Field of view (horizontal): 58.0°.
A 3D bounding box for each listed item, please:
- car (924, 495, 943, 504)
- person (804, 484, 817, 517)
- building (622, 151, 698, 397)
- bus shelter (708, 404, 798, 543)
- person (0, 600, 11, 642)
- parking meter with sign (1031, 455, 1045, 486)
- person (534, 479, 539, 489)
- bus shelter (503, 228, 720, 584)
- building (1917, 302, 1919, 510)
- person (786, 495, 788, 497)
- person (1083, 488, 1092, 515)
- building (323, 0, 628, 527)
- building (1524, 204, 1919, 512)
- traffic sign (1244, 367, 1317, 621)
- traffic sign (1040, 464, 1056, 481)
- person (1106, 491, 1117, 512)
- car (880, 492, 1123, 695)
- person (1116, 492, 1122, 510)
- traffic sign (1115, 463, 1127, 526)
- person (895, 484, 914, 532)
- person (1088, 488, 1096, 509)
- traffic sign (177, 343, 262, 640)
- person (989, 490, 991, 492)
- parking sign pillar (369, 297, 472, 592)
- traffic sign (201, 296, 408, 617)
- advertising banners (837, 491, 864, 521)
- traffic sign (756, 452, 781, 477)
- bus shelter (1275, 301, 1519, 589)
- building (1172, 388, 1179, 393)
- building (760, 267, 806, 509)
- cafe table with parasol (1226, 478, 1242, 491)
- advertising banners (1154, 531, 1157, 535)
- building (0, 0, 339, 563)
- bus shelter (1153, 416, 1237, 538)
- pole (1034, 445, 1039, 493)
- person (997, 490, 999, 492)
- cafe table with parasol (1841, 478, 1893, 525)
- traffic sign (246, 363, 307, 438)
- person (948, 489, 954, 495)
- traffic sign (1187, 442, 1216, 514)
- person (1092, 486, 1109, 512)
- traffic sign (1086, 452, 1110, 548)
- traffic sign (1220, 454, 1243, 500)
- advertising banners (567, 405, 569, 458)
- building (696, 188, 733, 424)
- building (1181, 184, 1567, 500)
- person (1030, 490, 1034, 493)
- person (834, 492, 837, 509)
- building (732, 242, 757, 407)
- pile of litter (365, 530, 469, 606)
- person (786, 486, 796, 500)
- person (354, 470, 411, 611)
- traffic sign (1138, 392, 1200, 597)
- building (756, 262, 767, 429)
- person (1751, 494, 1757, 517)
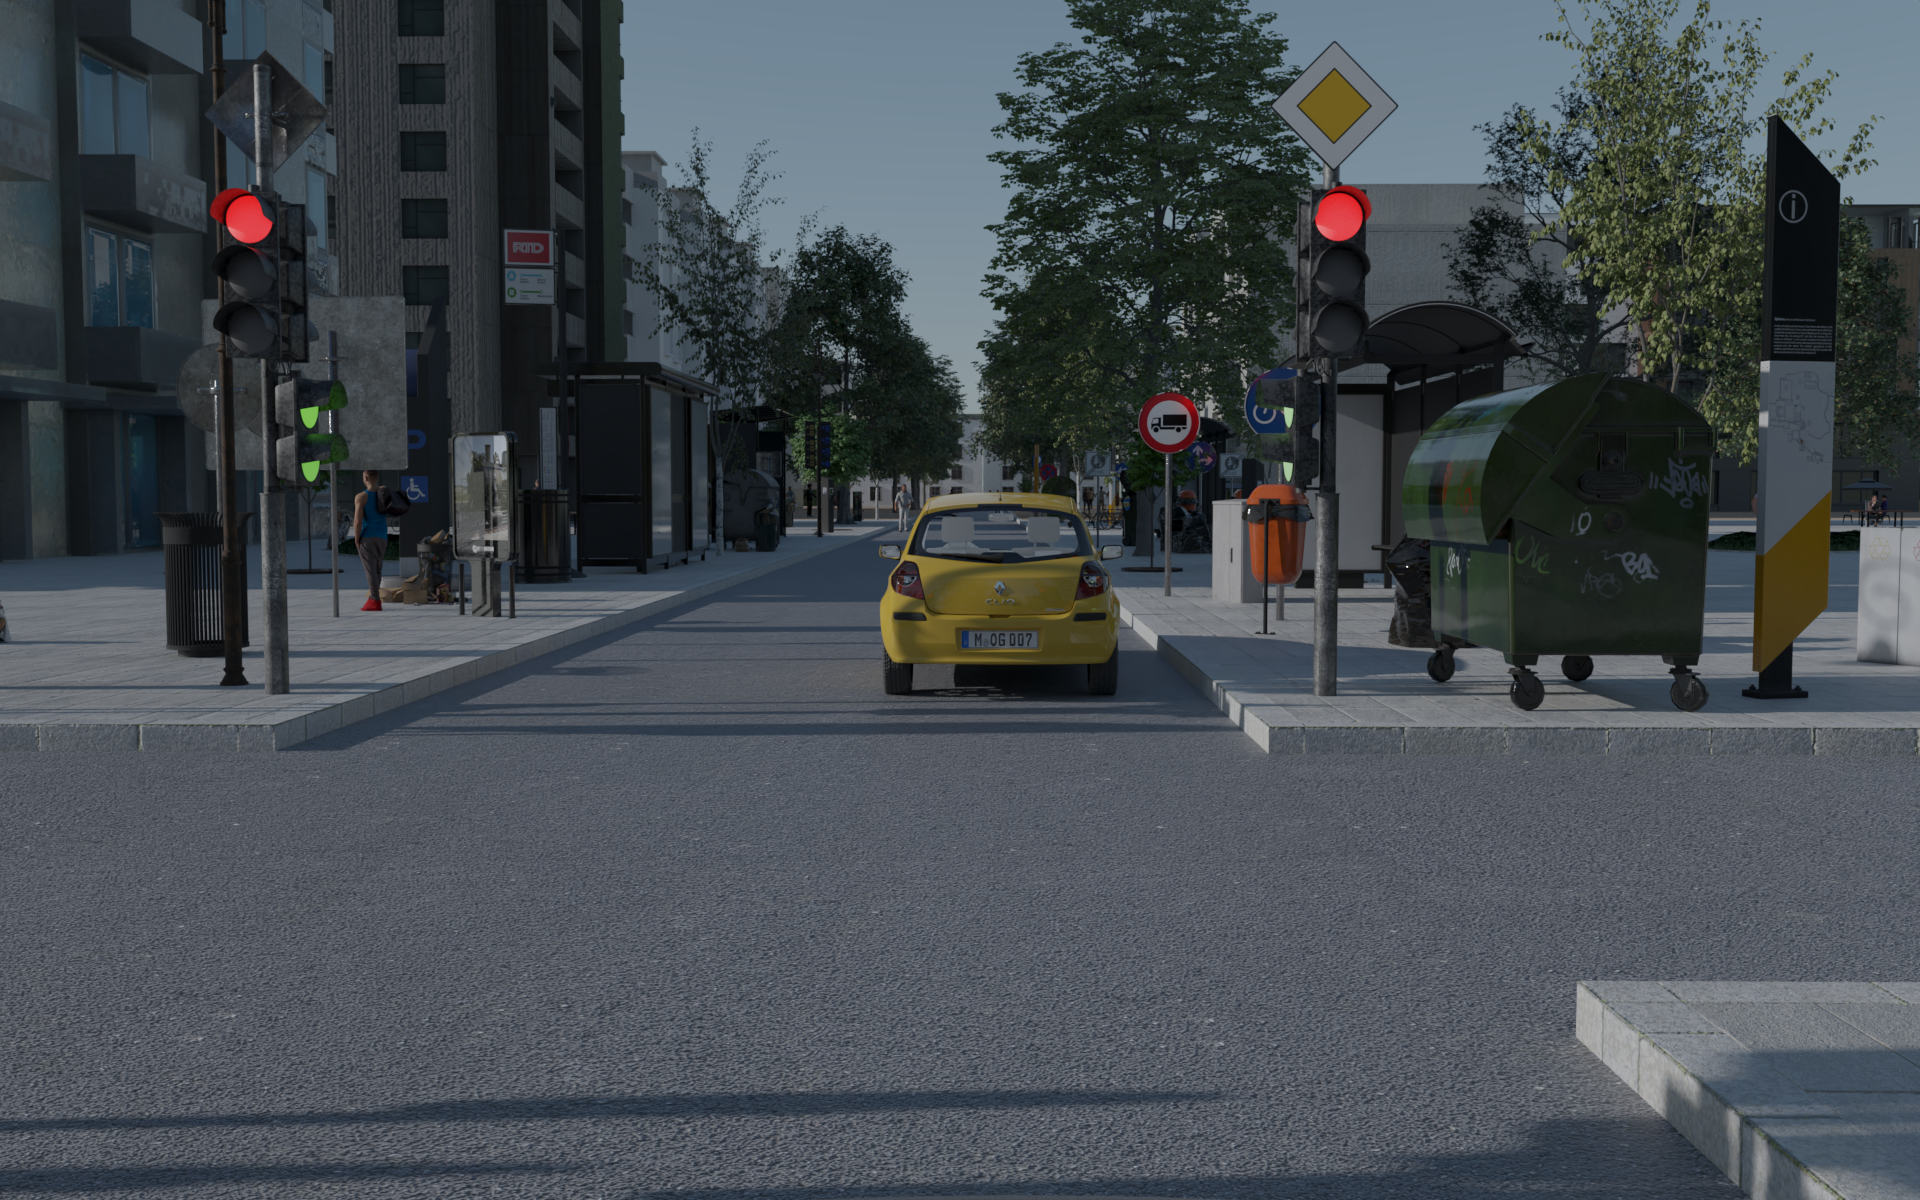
[{"bbox_3d":[-1.092,-5.430,101.145,2.083,1.381,4.827,0,4,2],"label":"car"},{"bbox_3d":[-8.347,-5.553,96.460,0.705,1.869,1.348,2,4,31],"label":"person"},{"bbox_3d":[-23.349,-14.516,93.755,16.016,20.091,11.380,0,4,1],"label":"building"},{"bbox_3d":[-5.720,-3.493,48.401,1.731,3.624,6.357,0,4,1],"label":"bus shelter"},{"bbox_3d":[-8.399,0.098,14.909,0.381,0.543,0.357,2,4,28],"label":"person"},{"bbox_3d":[3.976,-4.970,77.526,0.543,3.016,1.738,-3,5,-39],"label":"parking meter with sign"},{"bbox_3d":[-15.094,-3.430,62.249,0.598,1.807,0.434,-2,4,-27],"label":"person"},{"bbox_3d":[-5.763,-3.137,28.921,2.179,5.291,8.768,0,4,1],"label":"bus shelter"},{"bbox_3d":[75.343,-17.493,142.422,11.380,20.091,16.016,0,4,1],"label":"building"},{"bbox_3d":[-10.561,-5.981,104.550,0.721,1.743,1.217,1,4,16],"label":"person"},{"bbox_3d":[7.963,-6.164,108.293,0.593,1.643,0.415,0,4,1],"label":"person"},{"bbox_3d":[-22.430,-18.399,72.529,14.160,30.474,14.107,0,4,1],"label":"building"},{"bbox_3d":[53.052,-17.889,136.462,32.646,21.610,27.936,0,4,1],"label":"building"},{"bbox_3d":[3.250,-1.064,17.507,0.768,2.556,0.104,0,4,8],"label":"traffic sign"},{"bbox_3d":[3.764,-4.498,73.648,0.768,2.556,0.104,1,4,8],"label":"traffic sign"},{"bbox_3d":[10.712,-7.133,122.808,0.705,1.807,1.348,3,4,38],"label":"person"},{"bbox_3d":[0.325,-0.217,13.777,2.015,1.641,3.980,0,4,2],"label":"car"},{"bbox_3d":[12.662,-7.921,138.812,0.557,1.426,1.065,-2,4,-34],"label":"person"},{"bbox_3d":[6.578,-4.276,70.015,0.768,2.556,0.104,0,4,3],"label":"traffic sign"},{"bbox_3d":[-2.120,-3.445,64.973,0.875,1.805,0.789,-1,4,-11],"label":"person"},{"bbox_3d":[11.326,-8.830,150.513,1.348,1.812,0.705,-2,4,-35],"label":"person"},{"bbox_3d":[-6.225,-0.887,14.607,0.768,2.556,0.104,0,4,3],"label":"traffic sign"},{"bbox_3d":[2.810,-9.273,160.120,0.705,1.822,1.348,-2,4,-34],"label":"person"},{"bbox_3d":[-7.167,-2.120,23.136,1.447,3.967,1.447,0,4,-6],"label":"parking sign pillar"},{"bbox_3d":[-6.809,-1.475,17.985,2.265,3.308,0.079,1,4,9],"label":"traffic sign"},{"bbox_3d":[-5.516,-5.210,81.378,2.074,3.025,0.090,-1,4,-21],"label":"advertising banners"},{"bbox_3d":[-4.608,-2.422,41.721,0.606,2.300,0.079,0,4,6],"label":"traffic sign"},{"bbox_3d":[5.047,-1.652,20.927,2.014,3.302,5.546,0,4,1],"label":"bus shelter"},{"bbox_3d":[21.014,-11.948,137.500,9.099,9.664,28.070,0,4,1],"label":"building"},{"bbox_3d":[-29.663,-16.960,143.754,31.486,18.905,16.747,0,4,1],"label":"building"},{"bbox_3d":[11.316,-4.211,73.722,2.610,1.966,2.610,-2,4,-33],"label":"cafe table with parasol"},{"bbox_3d":[5.940,-3.508,53.542,0.090,3.025,2.074,2,4,24],"label":"advertising banners"},{"bbox_3d":[-27.844,-25.461,35.896,23.786,49.044,30.456,0,4,1],"label":"building"},{"bbox_3d":[6.245,-3.302,47.919,2.014,3.302,5.546,0,4,1],"label":"bus shelter"},{"bbox_3d":[3.159,-4.757,71.617,0.158,3.312,0.155,0,3,0],"label":"pole"},{"bbox_3d":[2.576,-6.729,119.231,1.217,1.743,0.721,1,4,19],"label":"person"},{"bbox_3d":[38.232,-4.170,73.041,2.610,1.966,2.610,0,4,-6],"label":"cafe table with parasol"},{"bbox_3d":[-6.407,-0.982,16.169,0.768,2.556,0.104,0,4,8],"label":"traffic sign"},{"bbox_3d":[-0.626,-7.616,132.983,1.348,1.831,0.705,1,4,18],"label":"person"},{"bbox_3d":[5.847,-2.573,42.180,0.768,2.556,0.104,0,4,8],"label":"traffic sign"},{"bbox_3d":[9.422,-6.686,115.360,1.348,1.824,0.705,1,4,18],"label":"person"},{"bbox_3d":[3.292,-2.397,41.323,0.606,2.300,0.079,0,4,7],"label":"traffic sign"},{"bbox_3d":[6.876,-2.552,43.850,0.606,2.300,0.079,1,4,10],"label":"traffic sign"},{"bbox_3d":[-7.466,-2.237,32.769,0.090,3.025,2.074,-1,4,-15],"label":"advertising banners"},{"bbox_3d":[-22.827,-15.210,105.107,16.016,20.091,11.380,0,4,1],"label":"building"},{"bbox_3d":[23.850,-14.739,107.448,16.747,18.905,31.486,0,4,1],"label":"building"},{"bbox_3d":[6.383,-8.872,151.113,0.705,1.823,1.348,3,4,38],"label":"person"},{"bbox_3d":[-10.759,-8.503,148.328,0.557,1.426,1.065,2,4,28],"label":"person"},{"bbox_3d":[-22.678,-15.906,116.479,16.016,20.091,11.380,0,4,1],"label":"building"},{"bbox_3d":[-6.465,-0.405,20.589,1.176,0.858,1.719,-1,4,-17],"label":"pile of litter"},{"bbox_3d":[-11.067,-6.508,112.527,0.705,1.814,1.350,-3,5,-44],"label":"person"},{"bbox_3d":[-6.418,-0.682,19.070,0.662,1.594,0.647,2,4,25],"label":"person"},{"bbox_3d":[2.607,-1.317,21.645,0.768,2.556,0.104,0,4,5],"label":"traffic sign"},{"bbox_3d":[-22.336,-16.611,128.014,16.016,20.091,11.380,0,4,1],"label":"building"},{"bbox_3d":[13.193,-1.284,27.972,0.756,1.711,0.436,1,4,18],"label":"person"}]
